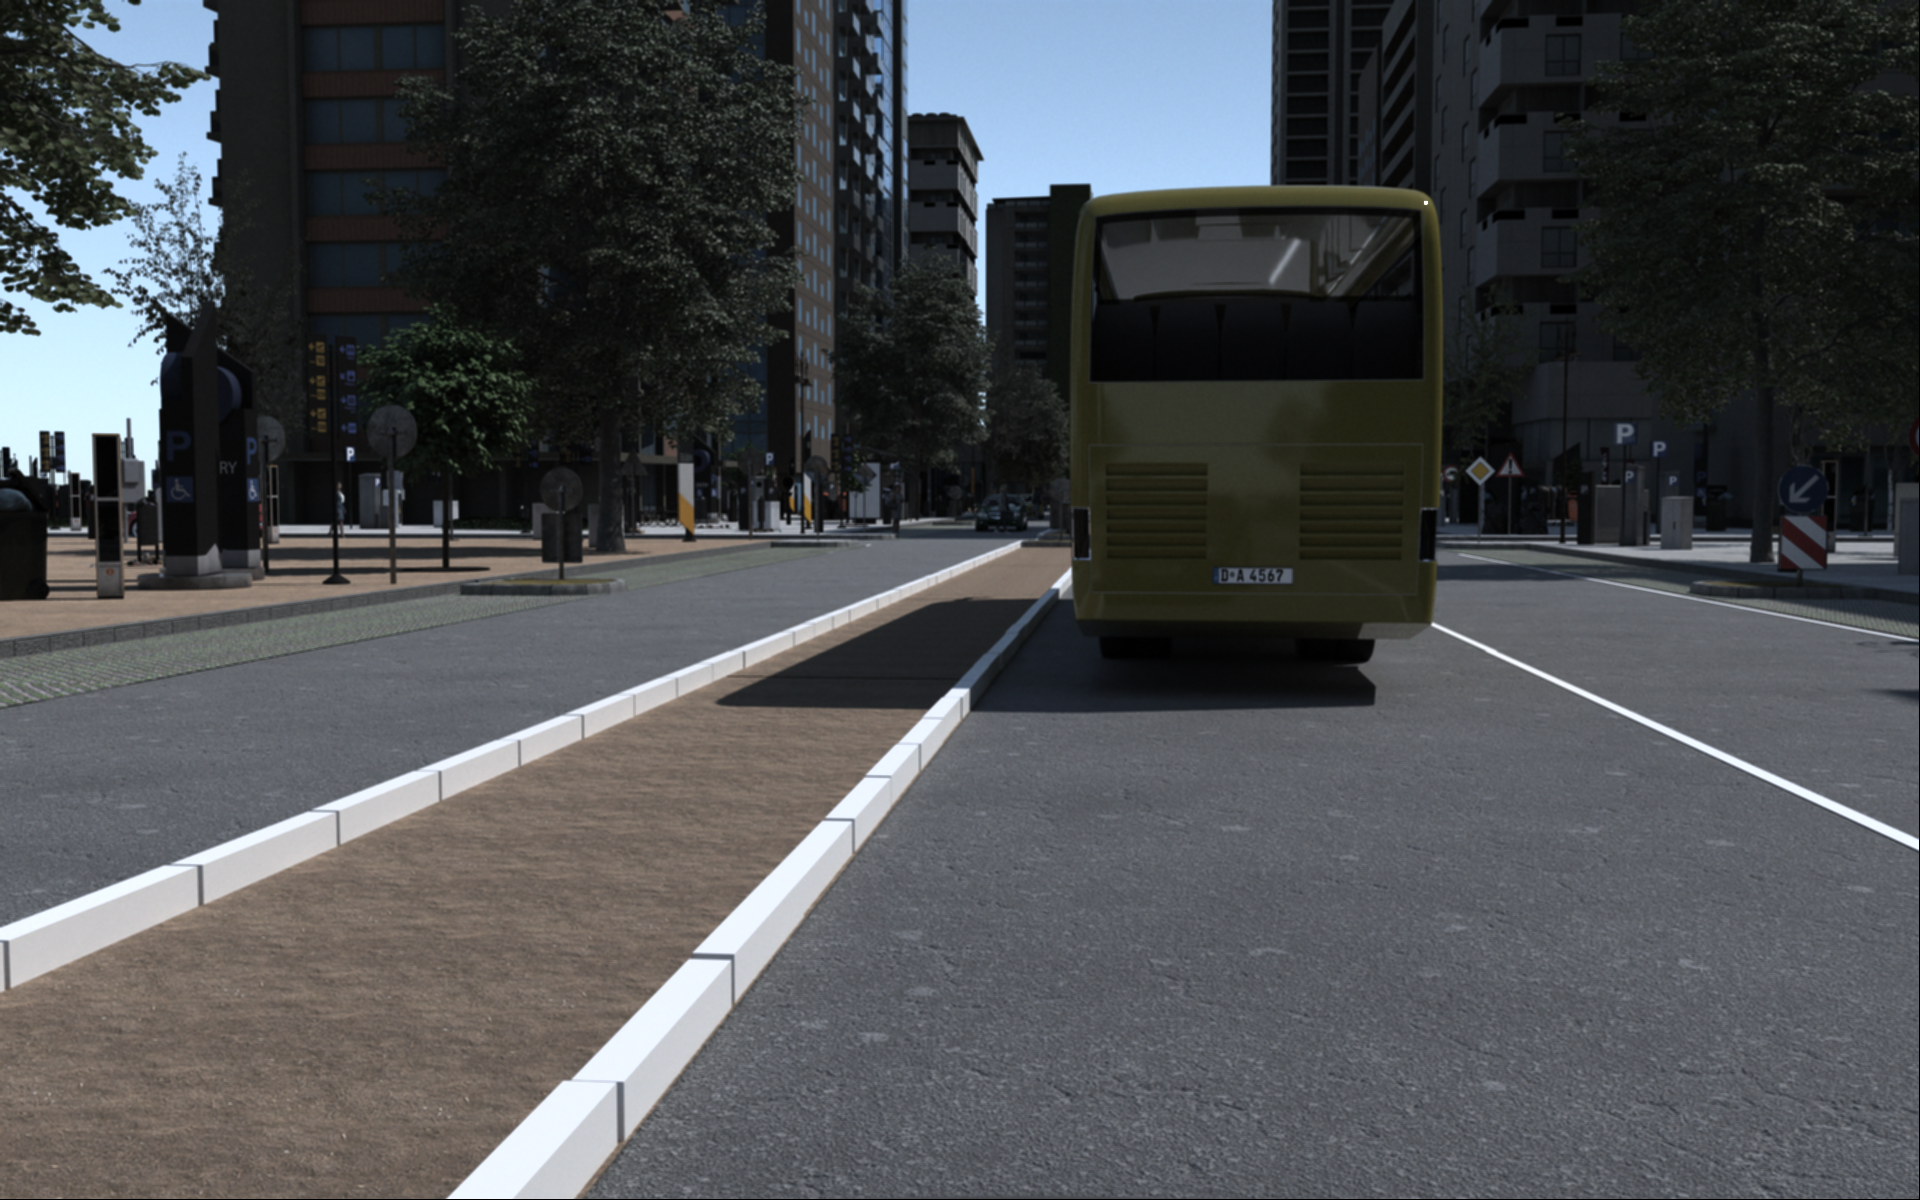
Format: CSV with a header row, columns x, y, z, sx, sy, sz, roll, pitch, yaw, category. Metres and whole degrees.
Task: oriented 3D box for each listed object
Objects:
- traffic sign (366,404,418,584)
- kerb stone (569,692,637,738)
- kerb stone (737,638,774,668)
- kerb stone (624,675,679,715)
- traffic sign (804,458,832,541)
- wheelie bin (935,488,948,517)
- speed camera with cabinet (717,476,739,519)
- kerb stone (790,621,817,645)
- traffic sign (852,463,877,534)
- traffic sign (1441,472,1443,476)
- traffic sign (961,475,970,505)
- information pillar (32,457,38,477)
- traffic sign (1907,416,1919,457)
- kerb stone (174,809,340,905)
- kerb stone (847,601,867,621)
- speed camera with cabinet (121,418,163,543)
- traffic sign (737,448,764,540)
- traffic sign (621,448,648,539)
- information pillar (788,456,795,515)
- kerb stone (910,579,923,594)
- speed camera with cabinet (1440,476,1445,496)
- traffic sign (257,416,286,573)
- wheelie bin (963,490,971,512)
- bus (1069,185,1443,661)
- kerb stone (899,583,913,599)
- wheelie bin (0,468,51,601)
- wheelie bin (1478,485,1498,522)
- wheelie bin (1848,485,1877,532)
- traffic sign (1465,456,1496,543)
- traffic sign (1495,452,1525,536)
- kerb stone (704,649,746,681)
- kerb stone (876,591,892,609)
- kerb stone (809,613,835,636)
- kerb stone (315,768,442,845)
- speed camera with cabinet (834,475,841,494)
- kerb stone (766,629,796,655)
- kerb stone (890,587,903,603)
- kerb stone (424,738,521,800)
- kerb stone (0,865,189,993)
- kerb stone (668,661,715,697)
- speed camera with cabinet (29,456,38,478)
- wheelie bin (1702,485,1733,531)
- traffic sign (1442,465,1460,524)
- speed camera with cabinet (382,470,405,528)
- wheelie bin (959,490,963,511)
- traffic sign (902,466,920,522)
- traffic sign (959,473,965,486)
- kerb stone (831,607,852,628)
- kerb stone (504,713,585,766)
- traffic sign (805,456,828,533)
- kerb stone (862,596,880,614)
x,y,z,sx,sy,sz,roll,pitch,yaw,category
-8.090,-1.501,24.651,0.768,2.556,0.104,0,4,7,traffic sign
-2.195,0.711,10.577,0.120,0.150,1.000,0,4,6,kerb stone
-1.763,0.461,14.651,0.120,0.150,1.000,0,4,6,kerb stone
-2.090,0.648,11.593,0.120,0.150,1.000,0,4,6,kerb stone
-3.898,-2.685,47.536,0.795,2.450,0.064,0,4,6,traffic sign
-1.029,-5.416,96.458,0.693,1.594,0.980,-1,4,-11,wheelie bin
-11.194,-5.443,83.329,2.038,3.252,0.660,0,4,-2,speed camera with cabinet
-1.556,0.340,16.699,0.120,0.150,1.000,0,4,6,kerb stone
-3.061,-3.170,55.477,0.795,2.450,0.064,0,4,6,traffic sign
14.534,-3.056,53.609,0.795,2.450,0.064,0,4,6,traffic sign
0.278,-7.094,116.092,0.768,2.556,0.104,1,4,11,traffic sign
-58.539,-7.237,109.678,0.183,3.616,0.504,0,4,1,information pillar
14.979,-1.627,26.704,0.768,2.556,0.104,1,4,10,traffic sign
-2.627,0.960,6.498,0.120,0.150,1.000,0,4,6,kerb stone
-1.228,0.149,19.751,0.120,0.150,1.000,0,4,6,kerb stone
-21.213,-3.143,45.727,2.038,3.252,0.660,-3,5,-40,speed camera with cabinet
-5.854,-2.953,48.393,0.768,2.556,0.104,1,4,10,traffic sign
-9.281,-3.007,49.165,0.884,2.594,0.081,0,4,7,traffic sign
-10.437,-7.082,107.139,0.183,3.616,0.504,3,4,38,information pillar
-0.696,-0.162,24.852,0.120,0.150,1.000,0,4,6,kerb stone
22.199,-5.288,80.796,0.660,3.252,2.038,1,4,22,speed camera with cabinet
-11.296,-1.713,28.117,0.768,2.556,0.104,1,4,12,traffic sign
0.319,-7.007,122.479,0.980,1.594,0.693,-1,4,-11,wheelie bin
2.744,-1.608,17.837,2.896,3.916,12.252,0,4,7,bus
-0.803,-0.100,23.836,0.120,0.150,1.000,0,4,6,kerb stone
-11.445,-0.801,21.013,0.693,1.594,0.980,-2,4,-35,wheelie bin
18.472,-3.224,60.619,0.693,1.594,0.980,1,4,12,wheelie bin
30.796,-3.129,59.071,0.980,1.594,0.693,-3,4,-39,wheelie bin
13.697,-2.570,45.668,0.795,2.450,0.064,0,4,6,traffic sign
16.945,-3.264,53.378,0.884,2.594,0.081,1,4,12,traffic sign
-1.879,0.524,13.632,0.120,0.150,1.000,0,4,6,kerb stone
-1.016,0.025,21.788,0.120,0.150,1.000,0,4,6,kerb stone
-1.451,0.274,17.719,0.120,0.150,1.000,0,4,6,kerb stone
-2.522,0.897,7.523,0.120,0.150,1.000,0,4,6,kerb stone
-8.415,-7.942,124.190,0.660,3.252,2.038,2,4,35,speed camera with cabinet
-1.664,0.404,15.671,0.120,0.150,1.000,0,4,6,kerb stone
-0.910,-0.033,22.814,0.120,0.150,1.000,0,4,6,kerb stone
-2.415,0.837,8.545,0.120,0.150,1.000,0,4,6,kerb stone
-2.740,1.022,5.483,0.120,0.150,1.000,0,4,6,kerb stone
-1.982,0.587,12.611,0.120,0.150,1.000,0,4,6,kerb stone
-48.426,-5.782,88.864,2.038,3.252,0.660,0,4,2,speed camera with cabinet
26.082,-3.165,59.663,0.980,1.594,0.693,2,4,26,wheelie bin
21.181,-4.561,74.680,0.768,2.556,0.104,1,4,13,traffic sign
-21.965,-4.457,67.200,0.660,3.252,2.038,-1,4,-10,speed camera with cabinet
-0.471,-5.678,100.750,0.980,1.594,0.693,0,4,-3,wheelie bin
-2.271,-4.871,79.644,0.884,2.594,0.081,1,4,14,traffic sign
-0.091,-6.328,103.563,0.768,2.556,0.104,0,4,8,traffic sign
-1.340,0.212,18.736,0.120,0.150,1.000,0,4,6,kerb stone
-2.306,0.776,9.561,0.120,0.150,1.000,0,4,6,kerb stone
-4.764,-3.502,57.364,0.768,2.556,0.104,1,4,9,traffic sign
-1.127,0.087,20.769,0.120,0.150,1.000,0,4,6,kerb stone
